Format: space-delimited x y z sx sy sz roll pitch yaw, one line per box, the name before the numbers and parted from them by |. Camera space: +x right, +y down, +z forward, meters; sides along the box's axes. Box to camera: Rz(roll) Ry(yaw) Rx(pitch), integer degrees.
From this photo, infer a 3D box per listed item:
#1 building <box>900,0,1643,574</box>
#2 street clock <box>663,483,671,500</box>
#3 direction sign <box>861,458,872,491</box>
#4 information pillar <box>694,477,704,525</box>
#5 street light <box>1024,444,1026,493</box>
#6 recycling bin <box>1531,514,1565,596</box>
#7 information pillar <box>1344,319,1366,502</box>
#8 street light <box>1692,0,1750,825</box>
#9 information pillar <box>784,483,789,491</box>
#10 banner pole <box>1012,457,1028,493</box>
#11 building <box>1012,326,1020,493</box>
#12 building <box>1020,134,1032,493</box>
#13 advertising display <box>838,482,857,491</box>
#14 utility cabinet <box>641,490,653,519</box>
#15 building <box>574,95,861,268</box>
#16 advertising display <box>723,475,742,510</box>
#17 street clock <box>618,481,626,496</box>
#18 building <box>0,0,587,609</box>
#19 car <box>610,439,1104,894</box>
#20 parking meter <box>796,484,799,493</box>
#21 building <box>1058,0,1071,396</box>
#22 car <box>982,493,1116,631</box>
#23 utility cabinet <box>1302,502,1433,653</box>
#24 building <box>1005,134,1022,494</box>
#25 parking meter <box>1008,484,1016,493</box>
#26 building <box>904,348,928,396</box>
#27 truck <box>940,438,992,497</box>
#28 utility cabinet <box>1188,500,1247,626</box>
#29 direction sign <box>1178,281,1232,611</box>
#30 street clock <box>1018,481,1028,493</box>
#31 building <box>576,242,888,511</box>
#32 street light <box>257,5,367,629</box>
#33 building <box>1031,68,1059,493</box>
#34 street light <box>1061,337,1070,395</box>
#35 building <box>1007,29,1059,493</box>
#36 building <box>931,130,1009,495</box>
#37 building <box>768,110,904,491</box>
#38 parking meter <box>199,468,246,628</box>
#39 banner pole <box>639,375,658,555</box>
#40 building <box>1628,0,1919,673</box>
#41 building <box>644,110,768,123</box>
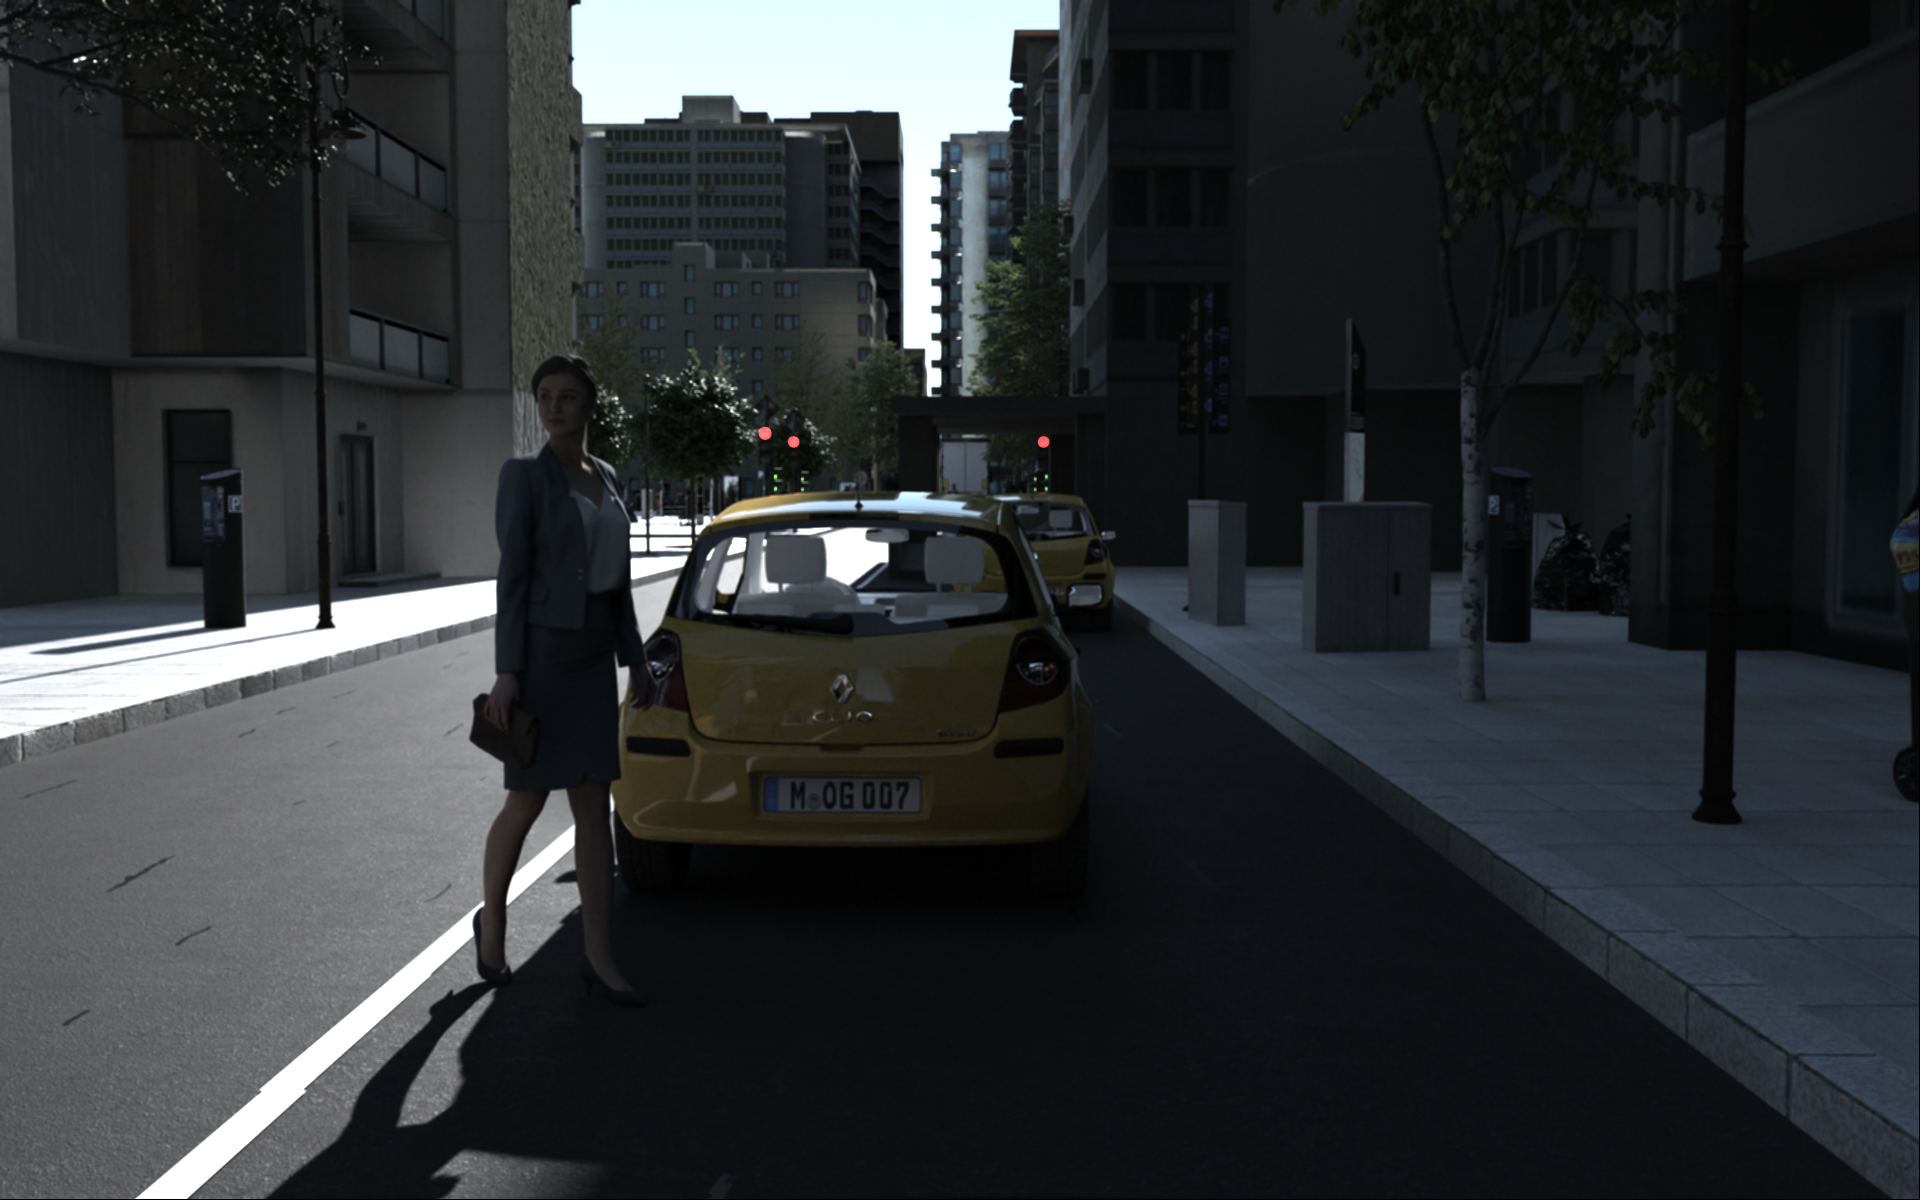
building | 14.930 -20.978 34.874 32.217 40.220 23.993 0 4 0
street clock | -19.489 -6.762 115.121 0.471 2.002 0.358 1 4 16
direction sign | -5.959 -7.221 110.054 0.876 3.537 0.379 -3 5 -42
information pillar | -10.675 -4.074 71.102 0.304 2.012 0.304 -1 4 -12
street light | 3.341 -7.140 89.522 0.468 5.910 1.993 0 4 0
recycling bin | 7.269 -0.590 22.199 0.722 1.027 0.722 0 4 -1
information pillar | 5.327 -1.961 23.414 0.183 3.616 0.504 3 4 36
street light | 2.976 -2.070 6.631 0.468 5.910 1.993 0 4 0
information pillar | -8.631 -4.954 85.484 0.304 2.012 0.304 -1 4 -15
banner pole | 3.726 -6.907 102.949 0.863 3.779 0.401 3 5 42
building | 12.536 -25.300 185.351 14.160 30.474 14.107 0 4 0
building | 12.458 -22.654 142.088 14.160 30.474 14.107 0 4 0
advertising display | -5.887 -5.239 90.869 0.974 1.923 0.123 -1 4 -16
utility cabinet | -15.635 -4.768 86.632 0.318 1.500 1.173 0 4 4
building | -22.891 -29.431 173.080 32.217 40.220 23.993 0 4 0
advertising display | -7.723 -3.279 58.833 0.123 1.923 0.974 -3 5 -42
street clock | -18.191 -5.415 93.098 0.471 2.002 0.358 0 4 4
building | -13.855 -20.800 23.680 14.154 41.232 14.086 0 4 0
car | -0.340 0.158 7.648 2.015 1.641 3.980 0 4 1
parking meter | -6.702 -3.963 70.506 0.255 1.863 0.399 1 4 14
building | 12.699 -27.224 95.220 14.600 45.320 14.200 0 4 0
car | 0.792 -0.570 19.544 2.015 1.641 3.980 0 4 1
utility cabinet | 3.338 -0.185 14.189 1.020 1.237 0.306 -1 4 -14
building | 12.230 -31.561 199.610 14.154 41.232 14.086 0 4 0
parking meter | 2.932 -5.649 98.066 0.399 1.863 0.255 -3 4 -39
building | -19.012 -23.555 230.169 28.899 21.520 27.650 0 4 0
truck | 0.322 -6.280 91.588 2.839 4.237 11.283 0 4 1
utility cabinet | 2.567 -0.375 17.295 0.306 1.237 1.020 -1 4 -9
direction sign | 2.638 -1.648 18.935 0.379 3.537 0.876 -1 4 -9
street clock | 3.490 -5.595 96.052 0.471 2.002 0.358 -2 4 -24
building | -20.626 -18.484 147.245 27.650 21.520 28.899 0 4 0
street light | -6.076 -2.668 16.411 0.468 5.910 1.993 0 4 0
building | 12.544 -21.377 121.208 14.160 30.474 14.107 0 4 0
street light | 3.096 -4.627 48.431 0.468 5.910 1.993 0 4 0
building | 15.687 -31.121 163.454 22.147 44.769 28.867 0 4 0
building | 11.475 -37.192 227.694 30.456 49.044 23.786 0 4 0
building | -13.766 -33.582 199.169 14.200 45.320 14.600 0 4 0
parking meter | -7.089 -0.505 16.669 0.372 1.533 0.369 0 3 0
banner pole | -6.534 -2.828 36.263 0.401 3.779 0.863 -1 4 -14
building | 16.414 -23.202 3.054 21.300 48.544 21.600 0 4 0
building | -28.265 -33.587 199.251 14.200 45.320 14.600 0 4 0
